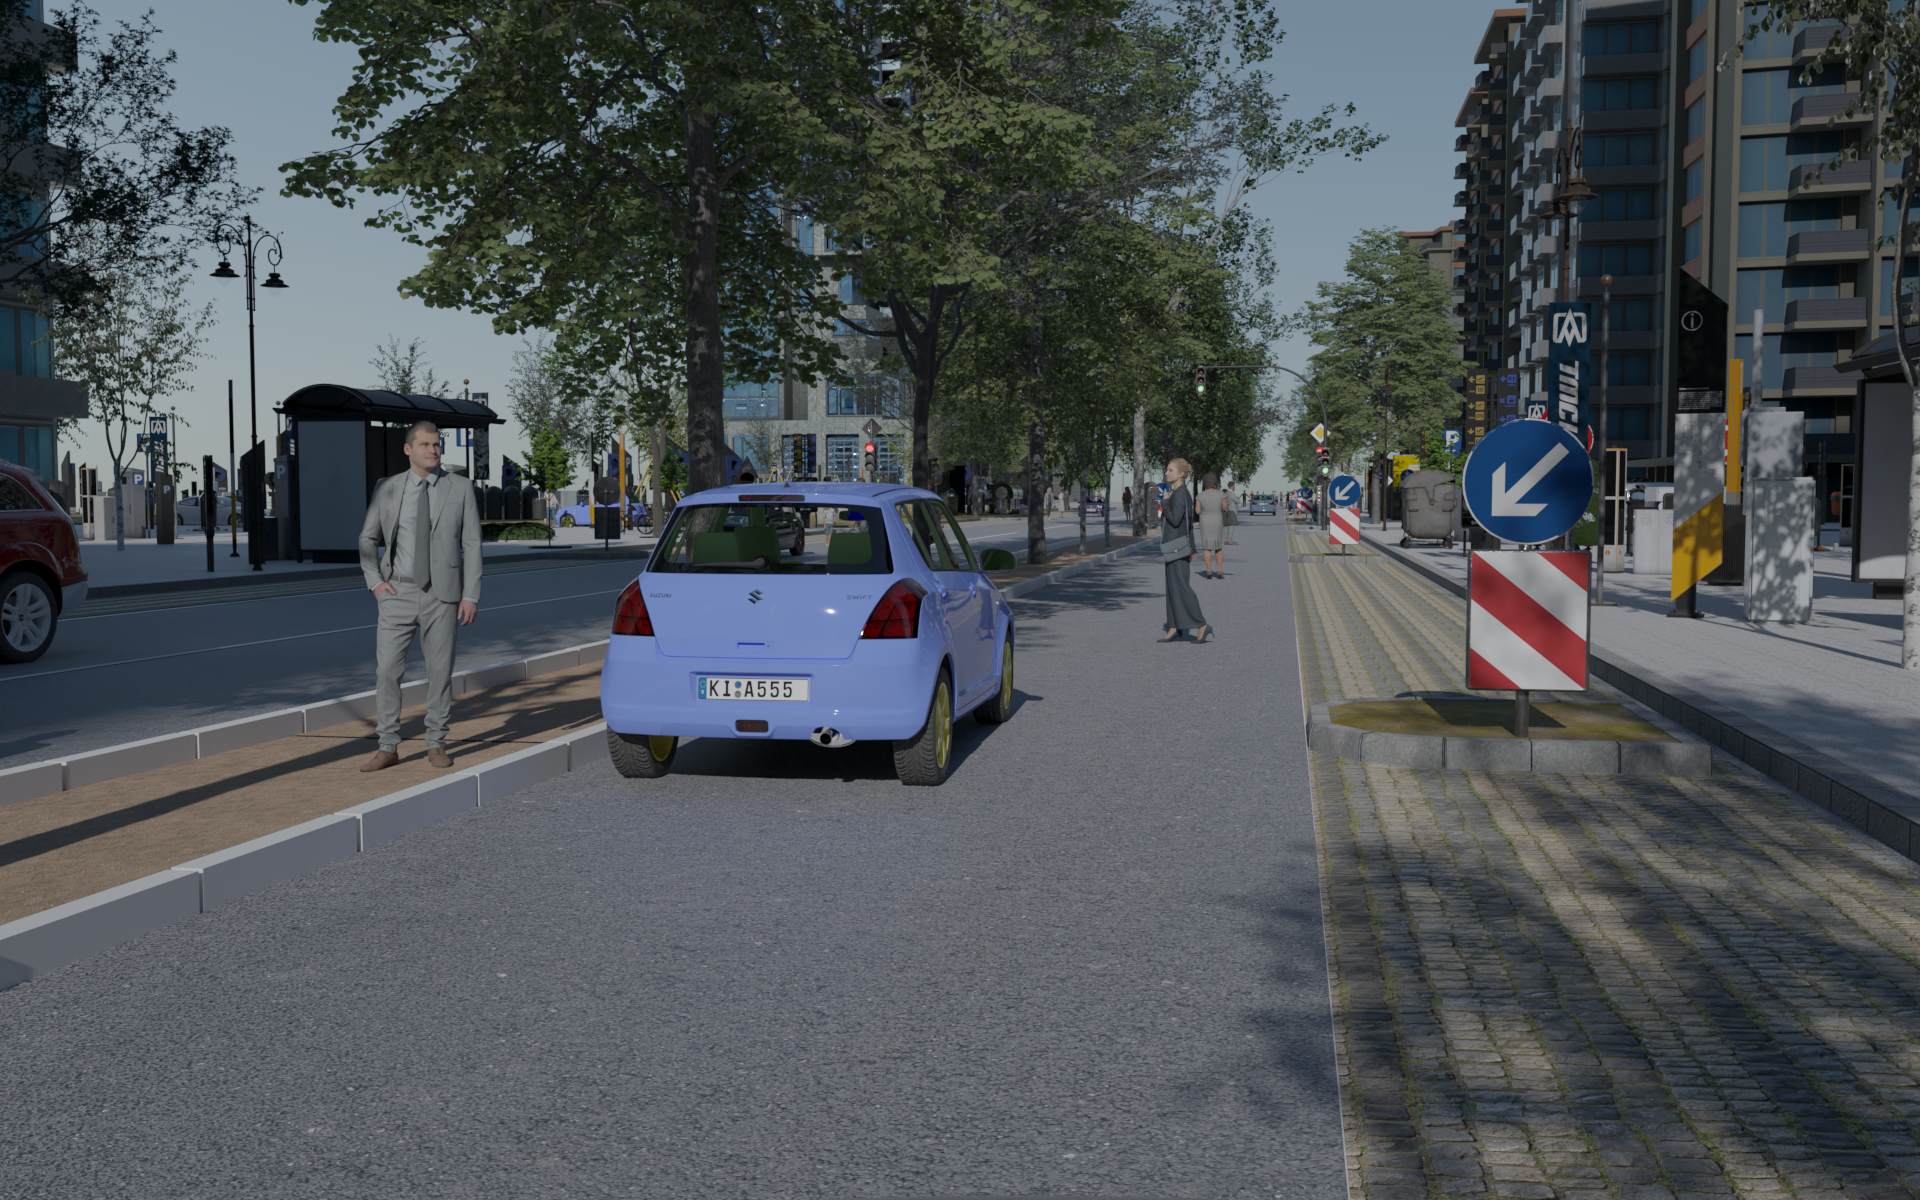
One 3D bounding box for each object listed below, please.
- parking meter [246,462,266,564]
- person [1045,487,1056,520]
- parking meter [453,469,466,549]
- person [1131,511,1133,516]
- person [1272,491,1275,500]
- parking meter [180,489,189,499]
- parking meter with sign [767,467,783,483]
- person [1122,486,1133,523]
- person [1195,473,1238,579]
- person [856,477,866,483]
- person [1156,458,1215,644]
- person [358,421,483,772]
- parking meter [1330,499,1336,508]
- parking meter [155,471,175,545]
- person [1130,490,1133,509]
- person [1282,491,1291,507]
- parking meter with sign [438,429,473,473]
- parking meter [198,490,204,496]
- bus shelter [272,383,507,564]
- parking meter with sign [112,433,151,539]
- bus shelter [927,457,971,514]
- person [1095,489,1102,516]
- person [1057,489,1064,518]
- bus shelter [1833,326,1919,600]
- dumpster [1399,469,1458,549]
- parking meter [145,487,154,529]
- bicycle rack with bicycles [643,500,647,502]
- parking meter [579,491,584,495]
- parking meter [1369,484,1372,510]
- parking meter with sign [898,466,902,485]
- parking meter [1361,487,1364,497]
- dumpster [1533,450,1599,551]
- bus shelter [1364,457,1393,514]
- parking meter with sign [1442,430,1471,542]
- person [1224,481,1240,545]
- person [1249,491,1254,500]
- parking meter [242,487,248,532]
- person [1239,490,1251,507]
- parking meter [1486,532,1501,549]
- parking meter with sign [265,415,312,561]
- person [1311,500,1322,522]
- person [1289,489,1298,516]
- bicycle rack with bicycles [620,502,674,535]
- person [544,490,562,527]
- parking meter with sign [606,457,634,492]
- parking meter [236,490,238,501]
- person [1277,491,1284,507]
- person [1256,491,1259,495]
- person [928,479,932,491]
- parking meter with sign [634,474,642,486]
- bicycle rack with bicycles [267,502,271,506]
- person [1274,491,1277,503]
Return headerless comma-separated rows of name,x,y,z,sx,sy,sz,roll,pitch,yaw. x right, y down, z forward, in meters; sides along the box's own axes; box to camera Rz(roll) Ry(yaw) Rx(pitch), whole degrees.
parking meter,-12.898,-1.592,31.733,0.255,1.863,0.399,-1,4,-14
person,5.067,-5.410,97.130,0.709,1.800,0.728,-1,4,-14
parking meter,-11.723,-2.134,40.597,0.399,1.863,0.255,1,4,23
person,11.876,-6.520,115.326,0.699,1.804,1.509,3,4,39
person,30.728,-9.893,170.776,0.750,1.759,0.617,1,4,17
parking meter,-37.351,-4.590,83.454,0.372,1.533,0.369,0,3,0
parking meter with sign,-12.307,-7.178,113.614,0.543,3.016,1.738,-3,5,-42
person,8.441,-4.824,87.352,0.573,1.828,0.580,0,4,4
person,4.317,-1.240,29.136,0.716,1.782,0.532,0,4,8
person,-2.122,-1.692,36.509,0.624,1.780,0.694,1,4,11
person,2.152,-0.474,16.677,0.534,1.772,0.576,0,4,-7
person,-2.825,-0.029,9.066,0.635,1.810,0.391,-1,4,-19
parking meter,23.267,-6.263,108.110,0.399,1.863,0.255,1,4,19
parking meter,-20.242,-2.348,44.108,0.255,1.863,0.399,3,4,37
person,15.780,-9.314,160.654,0.709,1.838,0.599,0,4,-1
person,32.211,-9.848,170.233,1.217,1.735,0.721,0,4,1
parking meter with sign,-12.924,-2.956,44.599,0.543,3.016,1.738,-2,4,-33
parking meter,-44.688,-5.732,102.123,0.372,1.533,0.369,0,3,0
bus shelter,-11.149,-2.478,34.443,2.014,3.302,5.546,1,4,10
parking meter with sign,-24.045,-3.309,50.355,1.738,3.016,0.543,3,4,36
bus shelter,-0.673,-7.258,109.949,1.731,3.624,6.357,1,4,10
person,9.192,-6.474,114.898,0.519,1.759,0.362,-3,5,-42
person,6.070,-5.872,105.077,0.524,1.755,0.480,2,4,26
bus shelter,11.200,-1.499,18.437,2.014,3.302,5.546,1,4,10
dumpster,11.078,-2.154,40.980,1.264,1.857,1.865,1,4,11
parking meter,-29.781,-3.371,63.532,0.372,1.533,0.369,0,3,0
bicycle rack with bicycles,-20.351,-6.145,113.848,2.925,0.926,2.852,-1,4,-13
parking meter,-27.724,-7.246,126.876,0.372,1.533,0.369,0,3,0
parking meter,22.909,-5.529,96.117,0.399,1.863,0.255,1,4,13
parking meter with sign,-4.552,-6.849,108.246,1.738,3.016,0.543,1,4,12
parking meter,32.855,-8.312,141.617,0.255,1.863,0.399,1,4,11
dumpster,11.409,-1.829,32.402,1.502,2.255,1.985,1,4,10
bus shelter,28.584,-7.778,118.460,1.731,3.624,6.357,1,4,11
parking meter with sign,13.549,-3.059,46.272,0.543,3.016,1.738,-1,4,-15
person,7.717,-2.462,48.932,0.466,1.800,0.511,-2,4,-29
person,38.899,-13.587,230.587,1.348,1.831,0.705,-3,4,-37
parking meter,-24.152,-3.080,58.770,0.372,1.533,0.369,0,3,0
person,30.459,-10.844,185.424,1.348,1.869,0.705,-1,4,-8
parking meter,11.333,-1.905,36.866,0.399,1.863,0.255,2,4,32
parking meter with sign,-13.041,-2.301,33.890,0.543,3.016,1.738,2,4,27
person,18.458,-4.594,89.114,0.738,1.151,1.012,2,4,24
person,22.217,-6.490,115.203,0.643,1.750,0.593,-3,5,-43
bicycle rack with bicycles,-9.508,-2.580,55.567,2.925,0.926,2.852,1,4,14
person,-16.096,-3.637,68.639,0.598,1.740,0.731,3,5,43
parking meter with sign,-16.393,-5.217,81.562,1.738,3.016,0.543,1,4,17
parking meter,-40.179,-5.393,96.592,0.372,1.533,0.369,0,3,0
person,36.330,-11.407,195.726,1.217,1.735,0.721,-1,4,-13
person,30.560,-10.288,177.433,1.217,1.743,0.721,-1,4,-15
person,-0.680,-1.552,34.621,0.466,1.731,0.760,-3,5,-45
parking meter with sign,-27.939,-9.273,147.867,0.543,3.016,1.738,2,4,35
bicycle rack with bicycles,-58.517,-7.989,143.998,2.925,0.926,2.852,3,5,41
person,40.976,-13.277,225.442,0.709,1.838,0.599,-3,5,-40
